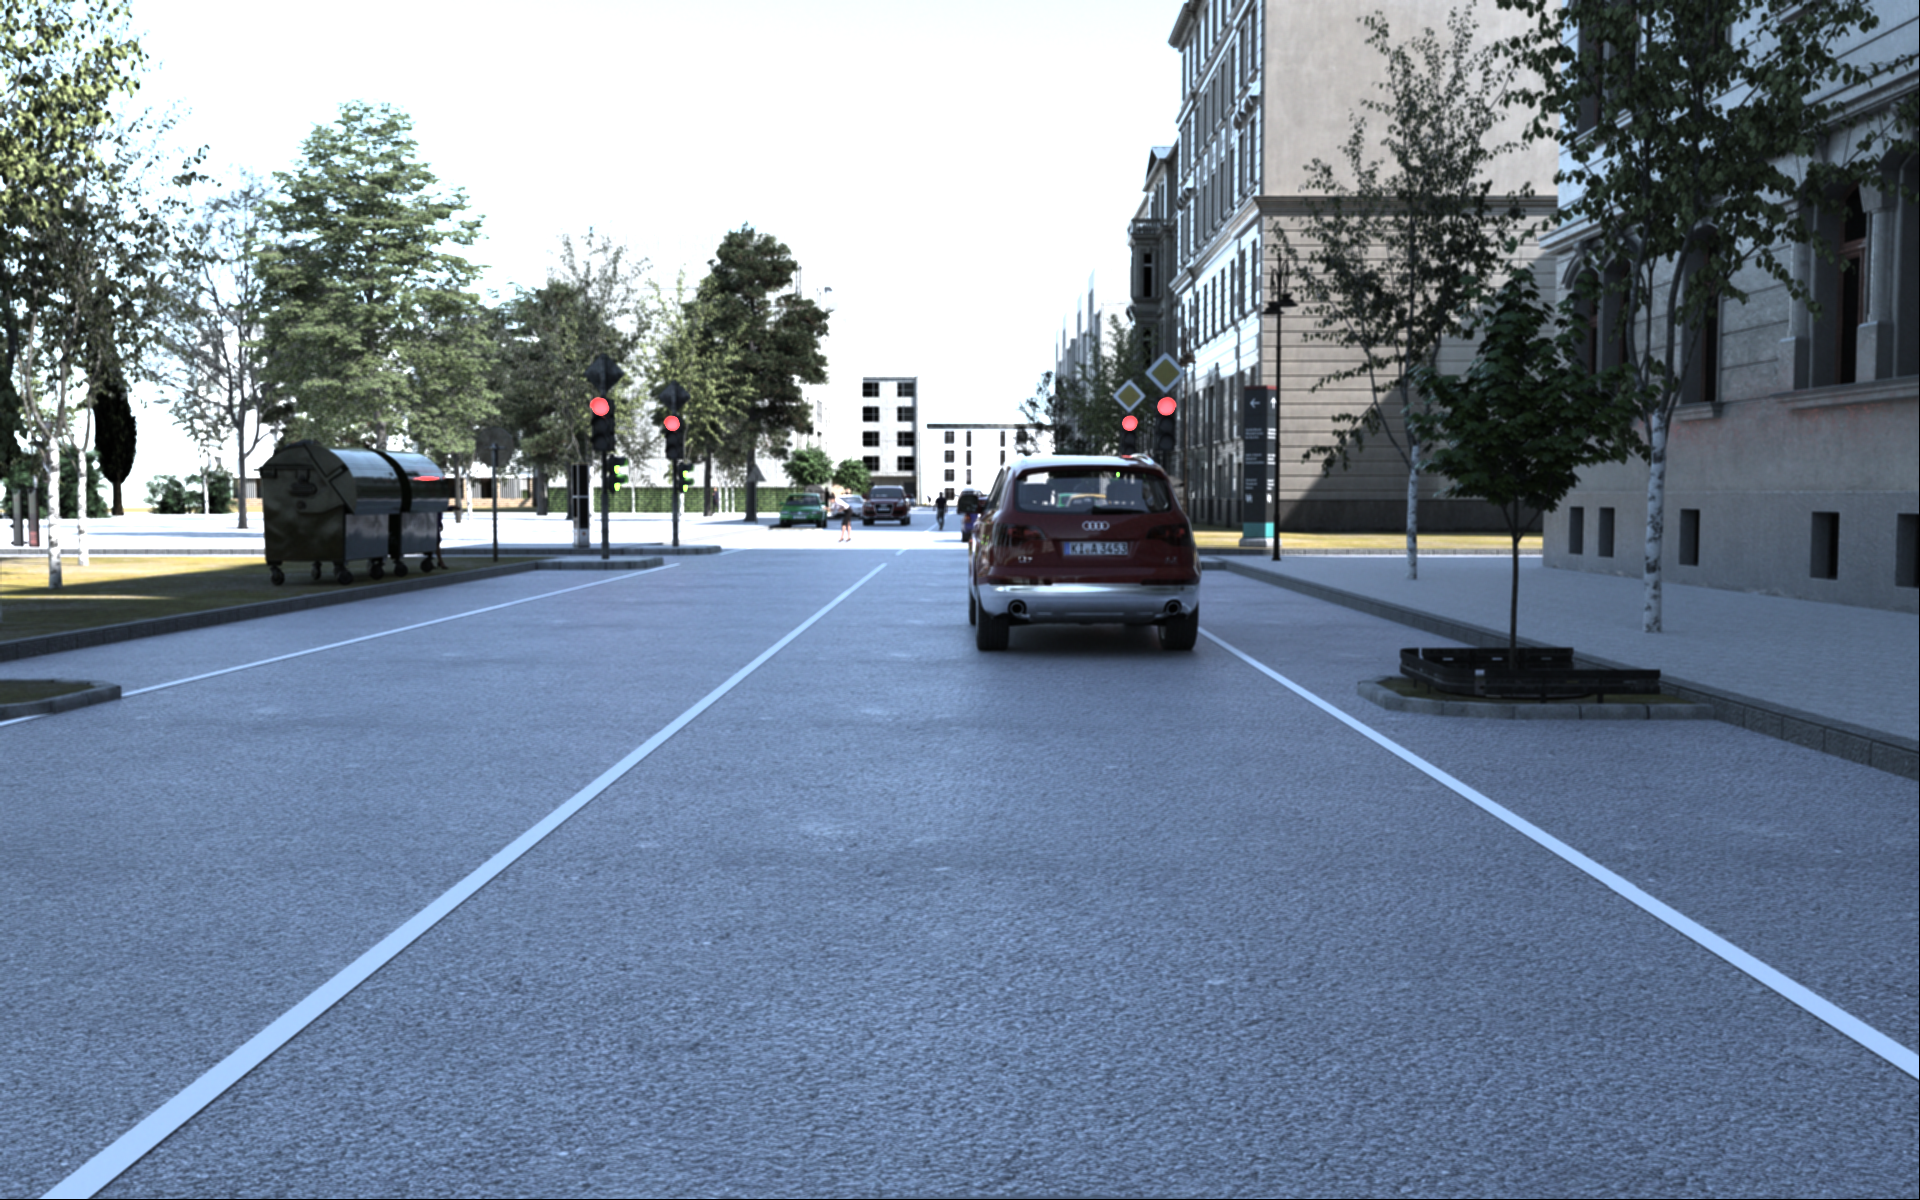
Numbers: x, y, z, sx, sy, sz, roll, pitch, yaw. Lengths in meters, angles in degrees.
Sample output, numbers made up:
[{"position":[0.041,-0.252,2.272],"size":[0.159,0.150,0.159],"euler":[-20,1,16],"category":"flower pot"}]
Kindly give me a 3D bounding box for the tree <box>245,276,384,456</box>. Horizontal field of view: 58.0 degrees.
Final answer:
[{"position":[-31.288,-9.919,84.230],"size":[6.751,12.117,7.091],"euler":[0,3,0],"category":"tree"}]

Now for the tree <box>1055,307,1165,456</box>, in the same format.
[{"position":[6.178,-7.213,68.298],"size":[4.737,8.622,4.395],"euler":[0,3,0],"category":"tree"}]

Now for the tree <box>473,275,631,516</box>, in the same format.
[{"position":[-24.525,-11.926,101.648],"size":[9.857,13.997,8.962],"euler":[0,3,0],"category":"tree"}]

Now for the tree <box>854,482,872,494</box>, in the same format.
[{"position":[-8.612,-9.784,154.571],"size":[1.663,3.219,1.824],"euler":[0,3,0],"category":"tree"}]

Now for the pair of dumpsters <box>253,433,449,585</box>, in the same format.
[{"position":[-9.159,-1.455,26.287],"size":[1.574,2.255,4.436],"euler":[0,4,1],"category":"pair of dumpsters"}]

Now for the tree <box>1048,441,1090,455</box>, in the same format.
[{"position":[6.740,-7.500,106.346],"size":[4.285,4.588,4.351],"euler":[0,3,0],"category":"tree"}]

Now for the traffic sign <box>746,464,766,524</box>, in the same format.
[{"position":[-8.766,-4.552,74.437],"size":[0.884,2.594,0.081],"euler":[0,4,4],"category":"traffic sign"}]

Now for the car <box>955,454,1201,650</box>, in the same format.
[{"position":[1.127,-0.535,17.421],"size":[2.281,1.827,5.304],"euler":[0,4,-1],"category":"car"}]

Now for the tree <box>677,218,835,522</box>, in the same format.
[{"position":[-9.507,-10.580,80.400],"size":[7.806,13.903,7.818],"euler":[0,3,0],"category":"tree"}]

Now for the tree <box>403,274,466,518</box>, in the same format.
[{"position":[-16.405,-6.567,57.729],"size":[4.360,8.622,3.978],"euler":[0,3,0],"category":"tree"}]

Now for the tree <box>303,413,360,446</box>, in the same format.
[{"position":[-35.774,-9.090,98.983],"size":[4.737,8.622,4.395],"euler":[0,3,0],"category":"tree"}]

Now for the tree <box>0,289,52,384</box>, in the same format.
[{"position":[-30.745,-7.040,49.511],"size":[8.767,10.594,7.601],"euler":[-2,4,-35],"category":"tree"}]

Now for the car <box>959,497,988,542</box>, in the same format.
[{"position":[0.932,-2.446,52.576],"size":[1.945,1.354,3.894],"euler":[0,4,1],"category":"car"}]

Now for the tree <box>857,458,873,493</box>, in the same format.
[{"position":[-8.492,-9.300,135.773],"size":[4.285,4.588,4.351],"euler":[0,3,0],"category":"tree"}]

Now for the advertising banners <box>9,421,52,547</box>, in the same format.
[{"position":[-22.428,-2.793,41.847],"size":[2.074,3.025,0.090],"euler":[2,4,35],"category":"advertising banners"}]

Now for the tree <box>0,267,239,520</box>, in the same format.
[{"position":[-52.429,-12.376,104.175],"size":[13.155,14.587,18.604],"euler":[0,4,5],"category":"tree"}]

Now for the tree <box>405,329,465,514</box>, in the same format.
[{"position":[-32.702,-11.644,112.427],"size":[6.751,12.117,7.091],"euler":[0,3,0],"category":"tree"}]

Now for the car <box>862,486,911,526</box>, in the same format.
[{"position":[-3.394,-4.402,80.652],"size":[2.281,1.827,5.304],"euler":[0,4,1],"category":"car"}]

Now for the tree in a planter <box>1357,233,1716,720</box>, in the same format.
[{"position":[3.829,-0.897,11.894],"size":[1.991,3.239,1.994],"euler":[0,4,1],"category":"tree in a planter"}]

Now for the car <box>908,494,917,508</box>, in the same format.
[{"position":[-5.508,-10.306,180.497],"size":[2.014,1.417,4.499],"euler":[0,4,0],"category":"car"}]

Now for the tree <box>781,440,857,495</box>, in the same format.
[{"position":[-9.184,-7.422,105.056],"size":[4.285,4.588,4.351],"euler":[0,3,0],"category":"tree"}]

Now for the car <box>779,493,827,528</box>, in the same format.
[{"position":[-6.577,-3.923,72.931],"size":[1.959,1.807,4.718],"euler":[0,4,-1],"category":"car"}]

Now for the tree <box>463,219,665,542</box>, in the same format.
[{"position":[-10.044,-5.840,45.842],"size":[4.360,8.622,3.978],"euler":[0,3,0],"category":"tree"}]

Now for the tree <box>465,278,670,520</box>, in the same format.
[{"position":[-19.555,-10.061,86.553],"size":[6.751,12.117,7.091],"euler":[0,3,0],"category":"tree"}]

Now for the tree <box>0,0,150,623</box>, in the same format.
[{"position":[-9.778,-4.065,16.819],"size":[4.737,8.622,4.395],"euler":[0,3,0],"category":"tree"}]

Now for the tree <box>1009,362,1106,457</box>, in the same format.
[{"position":[6.845,-11.522,122.804],"size":[7.601,10.594,8.767],"euler":[0,4,8],"category":"tree"}]

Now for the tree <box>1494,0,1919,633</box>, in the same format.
[{"position":[6.666,-4.008,15.893],"size":[4.737,8.622,4.395],"euler":[0,3,0],"category":"tree"}]

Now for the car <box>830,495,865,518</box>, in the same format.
[{"position":[-6.255,-5.246,98.141],"size":[2.083,1.381,4.827],"euler":[0,4,1],"category":"car"}]

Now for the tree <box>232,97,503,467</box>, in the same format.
[{"position":[-17.360,-8.093,50.455],"size":[7.486,12.596,7.792],"euler":[0,3,0],"category":"tree"}]

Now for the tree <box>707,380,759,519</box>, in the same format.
[{"position":[-11.977,-8.473,88.900],"size":[4.360,8.622,3.978],"euler":[0,3,0],"category":"tree"}]

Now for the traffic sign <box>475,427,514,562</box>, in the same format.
[{"position":[-8.824,-2.001,32.830],"size":[0.768,2.556,0.104],"euler":[1,4,9],"category":"traffic sign"}]

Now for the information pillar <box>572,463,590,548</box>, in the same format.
[{"position":[-9.043,-2.252,41.316],"size":[0.304,2.012,0.304],"euler":[-3,4,-38],"category":"information pillar"}]

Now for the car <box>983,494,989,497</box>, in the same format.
[{"position":[2.530,-9.344,161.574],"size":[1.959,1.807,4.718],"euler":[0,4,1],"category":"car"}]

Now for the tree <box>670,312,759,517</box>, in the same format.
[{"position":[-14.251,-10.745,97.741],"size":[6.751,12.117,7.091],"euler":[0,3,0],"category":"tree"}]

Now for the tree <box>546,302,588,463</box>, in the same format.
[{"position":[-14.143,-7.141,67.122],"size":[4.737,8.622,4.395],"euler":[0,3,0],"category":"tree"}]

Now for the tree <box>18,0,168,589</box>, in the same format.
[{"position":[-12.274,-4.473,23.499],"size":[4.360,8.622,3.978],"euler":[0,3,0],"category":"tree"}]

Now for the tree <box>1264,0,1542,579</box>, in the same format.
[{"position":[6.796,-4.634,26.128],"size":[4.360,8.622,3.978],"euler":[0,3,0],"category":"tree"}]

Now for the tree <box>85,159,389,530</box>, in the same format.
[{"position":[-26.113,-9.334,62.986],"size":[12.009,13.543,11.850],"euler":[0,3,0],"category":"tree"}]

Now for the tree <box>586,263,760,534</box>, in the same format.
[{"position":[-8.882,-6.475,56.237],"size":[4.737,8.622,4.395],"euler":[0,3,0],"category":"tree"}]

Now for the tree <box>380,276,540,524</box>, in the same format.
[{"position":[-22.059,-8.596,74.961],"size":[8.767,10.594,7.601],"euler":[2,4,25],"category":"tree"}]
